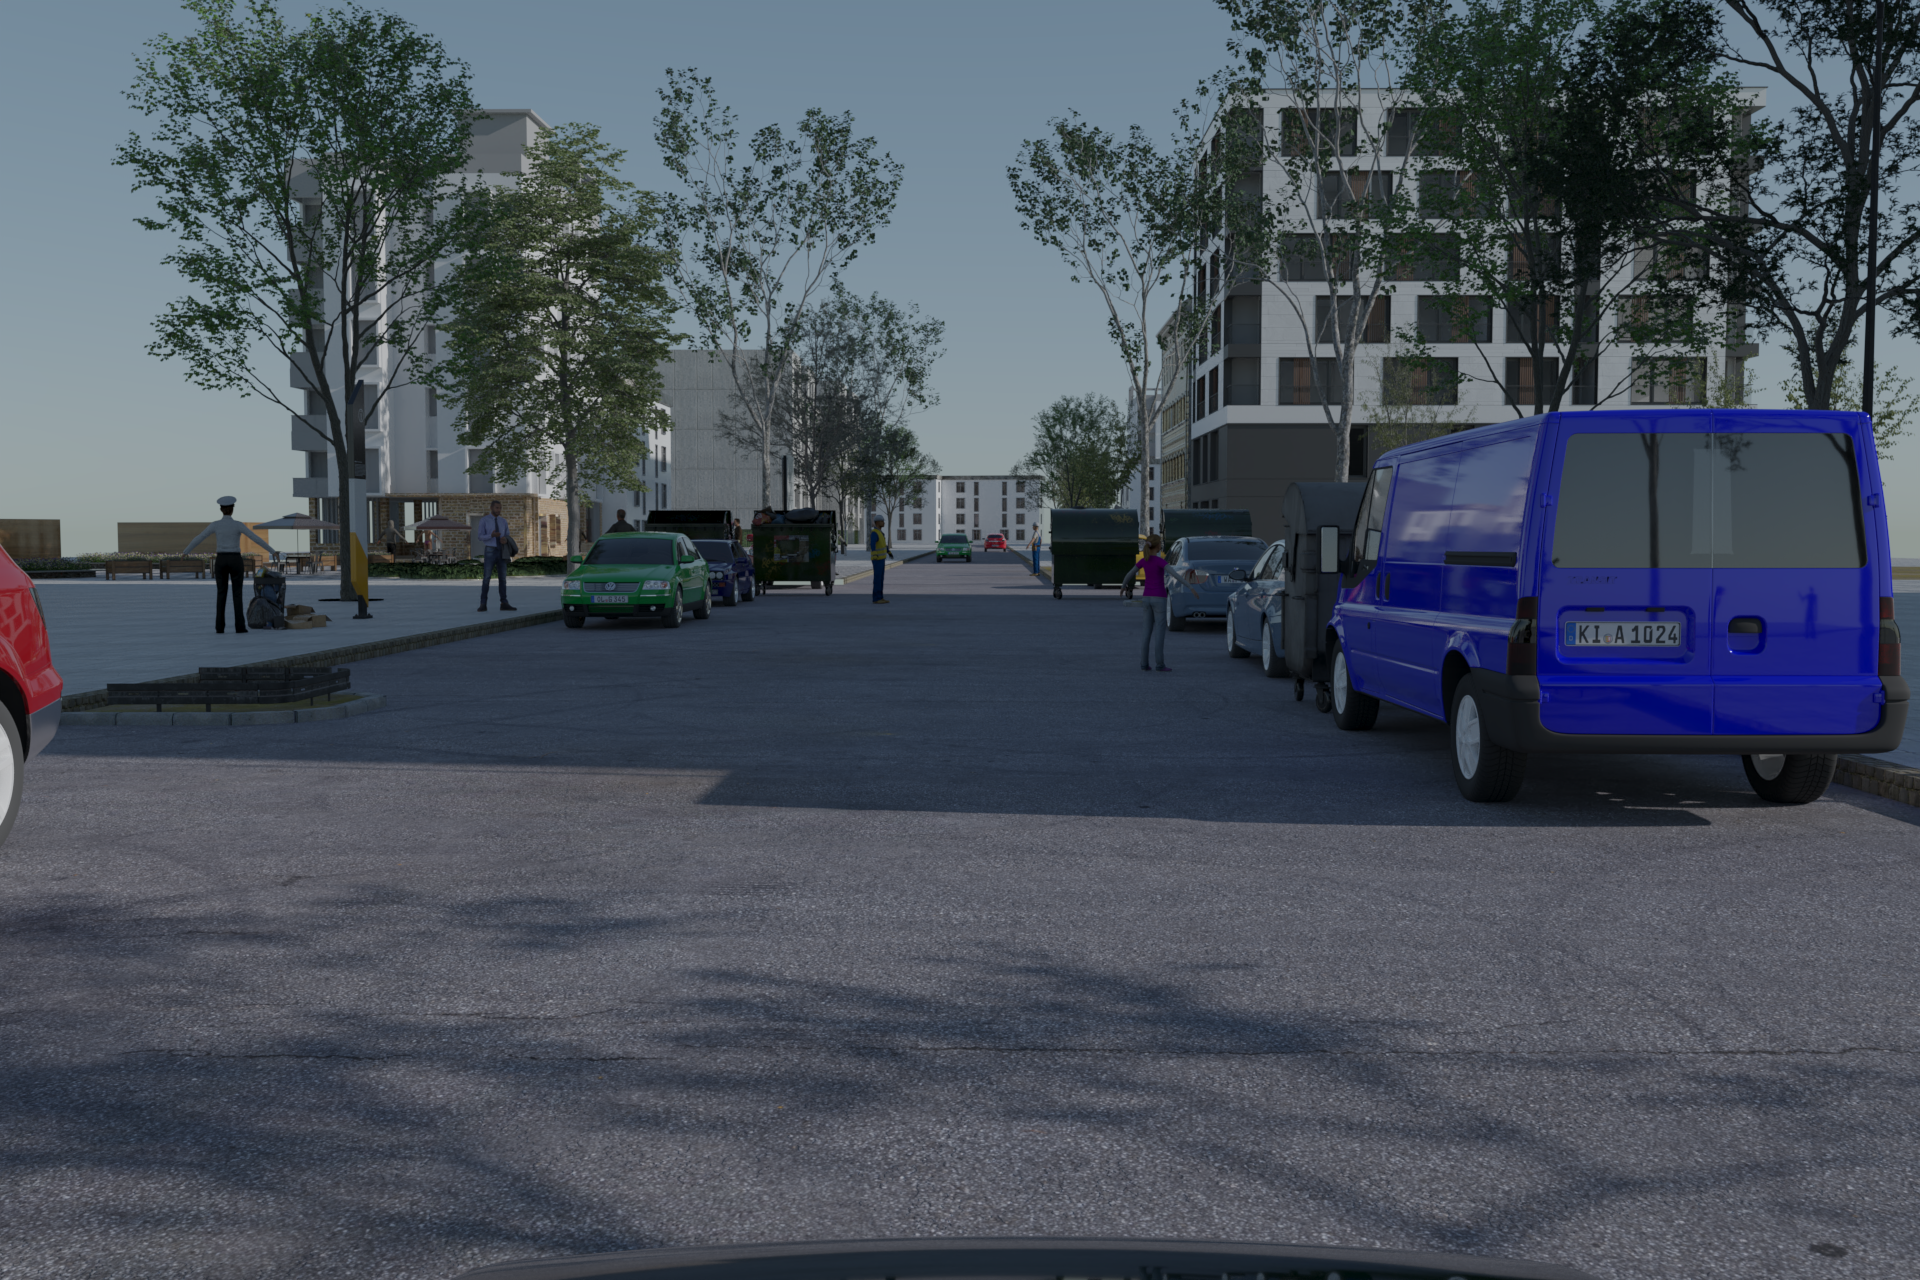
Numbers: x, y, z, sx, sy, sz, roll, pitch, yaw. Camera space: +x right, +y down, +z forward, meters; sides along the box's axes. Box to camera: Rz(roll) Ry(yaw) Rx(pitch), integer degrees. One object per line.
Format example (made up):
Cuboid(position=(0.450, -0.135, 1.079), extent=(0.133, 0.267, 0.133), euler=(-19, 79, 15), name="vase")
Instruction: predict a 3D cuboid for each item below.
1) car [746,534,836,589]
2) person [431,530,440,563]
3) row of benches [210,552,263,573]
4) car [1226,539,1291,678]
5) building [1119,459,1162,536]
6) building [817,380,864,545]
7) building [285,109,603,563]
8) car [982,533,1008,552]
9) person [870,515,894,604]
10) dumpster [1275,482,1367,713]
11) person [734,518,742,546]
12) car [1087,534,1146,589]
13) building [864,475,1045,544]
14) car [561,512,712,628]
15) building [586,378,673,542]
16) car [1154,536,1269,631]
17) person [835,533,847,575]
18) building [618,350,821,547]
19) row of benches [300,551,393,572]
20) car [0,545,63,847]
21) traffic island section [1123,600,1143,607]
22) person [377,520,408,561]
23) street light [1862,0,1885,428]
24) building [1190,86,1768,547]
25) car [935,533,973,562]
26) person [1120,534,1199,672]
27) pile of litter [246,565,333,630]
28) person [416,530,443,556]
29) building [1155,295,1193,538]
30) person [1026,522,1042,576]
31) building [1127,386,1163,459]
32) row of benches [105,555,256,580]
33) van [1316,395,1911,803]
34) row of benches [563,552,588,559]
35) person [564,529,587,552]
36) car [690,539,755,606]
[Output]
Cuboid(position=(-4.550, -2.336, 46.868), extent=(2.281, 1.827, 5.304), euler=(0, 4, 1), name="car")
Cuboid(position=(-22.357, -4.130, 73.709), extent=(0.705, 1.806, 1.347), euler=(-2, 4, -24), name="person")
Cuboid(position=(-24.381, -2.632, 58.492), extent=(1.422, 0.672, 4.104), euler=(0, 4, -7), name="row of benches")
Cuboid(position=(3.950, -0.401, 18.551), extent=(2.014, 1.417, 4.499), euler=(0, 4, 1), name="car")
Cuboid(position=(23.346, -15.338, 192.916), extent=(9.099, 9.664, 28.070), euler=(0, 4, 1), name="building")
Cuboid(position=(-21.665, -21.340, 215.366), extent=(16.747, 18.905, 31.486), euler=(0, 4, 2), name="building")
Cuboid(position=(-24.060, -13.590, 78.622), extent=(16.016, 20.090, 11.380), euler=(0, 4, 1), name="building")
Cuboid(position=(2.862, -8.056, 140.760), extent=(2.155, 1.783, 4.494), euler=(0, 4, 1), name="car")
Cuboid(position=(-1.646, -1.673, 35.773), extent=(0.705, 1.833, 1.349), euler=(1, 4, 13), name="person")
Cuboid(position=(3.619, -0.374, 14.330), extent=(1.865, 1.857, 1.264), euler=(0, 4, 0), name="dumpster")
Cuboid(position=(-7.500, -3.177, 58.085), extent=(0.704, 1.812, 1.346), euler=(-1, 4, -17), name="person")
Cuboid(position=(4.332, -2.218, 46.489), extent=(2.015, 1.641, 3.980), euler=(0, 4, 0), name="car")
Cuboid(position=(-2.458, -18.375, 245.033), extent=(28.070, 9.664, 9.099), euler=(1, 4, 10), name="building")
Cuboid(position=(-5.134, -1.164, 27.824), extent=(1.959, 1.807, 4.718), euler=(0, 4, 1), name="car")
Cuboid(position=(-22.153, -10.046, 106.398), extent=(9.099, 9.664, 28.070), euler=(0, 4, 0), name="building")
Cuboid(position=(3.944, -0.903, 26.767), extent=(2.014, 1.417, 4.499), euler=(0, 4, 1), name="car")
Cuboid(position=(-3.976, -2.933, 53.739), extent=(0.705, 1.856, 1.354), euler=(-3, 5, -40), name="person")
Cuboid(position=(-24.308, -19.290, 181.844), extent=(16.747, 18.905, 31.486), euler=(0, 4, 0), name="building")
Cuboid(position=(-21.422, -2.773, 60.809), extent=(1.422, 0.672, 4.104), euler=(1, 4, 23), name="row of benches")
Cuboid(position=(-5.259, 0.167, 5.949), extent=(2.281, 1.827, 5.304), euler=(0, 4, 1), name="car")
Cuboid(position=(4.292, -0.726, 34.730), extent=(1.991, 0.108, 1.994), euler=(0, 4, 1), name="traffic island section")
Cuboid(position=(-21.638, -3.658, 65.936), extent=(1.348, 1.813, 0.705), euler=(1, 4, 17), name="person")
Cuboid(position=(7.803, -2.524, 13.805), extent=(1.470, 5.913, 1.316), euler=(0, 4, 0), name="street light")
Cuboid(position=(26.518, -15.408, 95.898), extent=(27.936, 21.610, 32.646), euler=(0, 4, 1), name="building")
Cuboid(position=(-0.299, -4.898, 88.882), extent=(1.959, 1.807, 4.718), euler=(0, 4, 1), name="car")
Cuboid(position=(2.064, -0.390, 18.103), extent=(0.991, 1.433, 0.599), euler=(3, 5, 41), name="person")
Cuboid(position=(-9.286, -0.612, 23.978), extent=(1.176, 0.858, 1.719), euler=(0, 4, 1), name="pile of litter")
Cuboid(position=(-21.991, -3.971, 71.732), extent=(1.217, 1.733, 0.721), euler=(1, 4, 16), name="person")
Cuboid(position=(24.393, -17.847, 122.733), extent=(19.493, 23.208, 18.063), euler=(0, 4, 1), name="building")
Cuboid(position=(2.572, -3.115, 59.239), extent=(0.705, 1.847, 1.347), euler=(1, 4, 21), name="person")
Cuboid(position=(26.374, -22.270, 220.536), extent=(16.016, 20.090, 11.380), euler=(0, 4, 1), name="building")
Cuboid(position=(-22.204, -2.091, 49.645), extent=(4.104, 0.672, 1.422), euler=(-3, 5, -42), name="row of benches")
Cuboid(position=(3.666, -0.398, 10.886), extent=(2.240, 2.365, 5.245), euler=(0, 4, 0), name="van")
Cuboid(position=(-13.080, -2.832, 61.761), extent=(1.422, 0.672, 4.104), euler=(1, 4, 12), name="row of benches")
Cuboid(position=(-17.841, -4.552, 80.652), extent=(0.704, 1.802, 1.346), euler=(3, 4, 36), name="person")
Cuboid(position=(-5.261, -1.404, 35.542), extent=(1.945, 1.354, 3.894), euler=(0, 4, 1), name="car")
